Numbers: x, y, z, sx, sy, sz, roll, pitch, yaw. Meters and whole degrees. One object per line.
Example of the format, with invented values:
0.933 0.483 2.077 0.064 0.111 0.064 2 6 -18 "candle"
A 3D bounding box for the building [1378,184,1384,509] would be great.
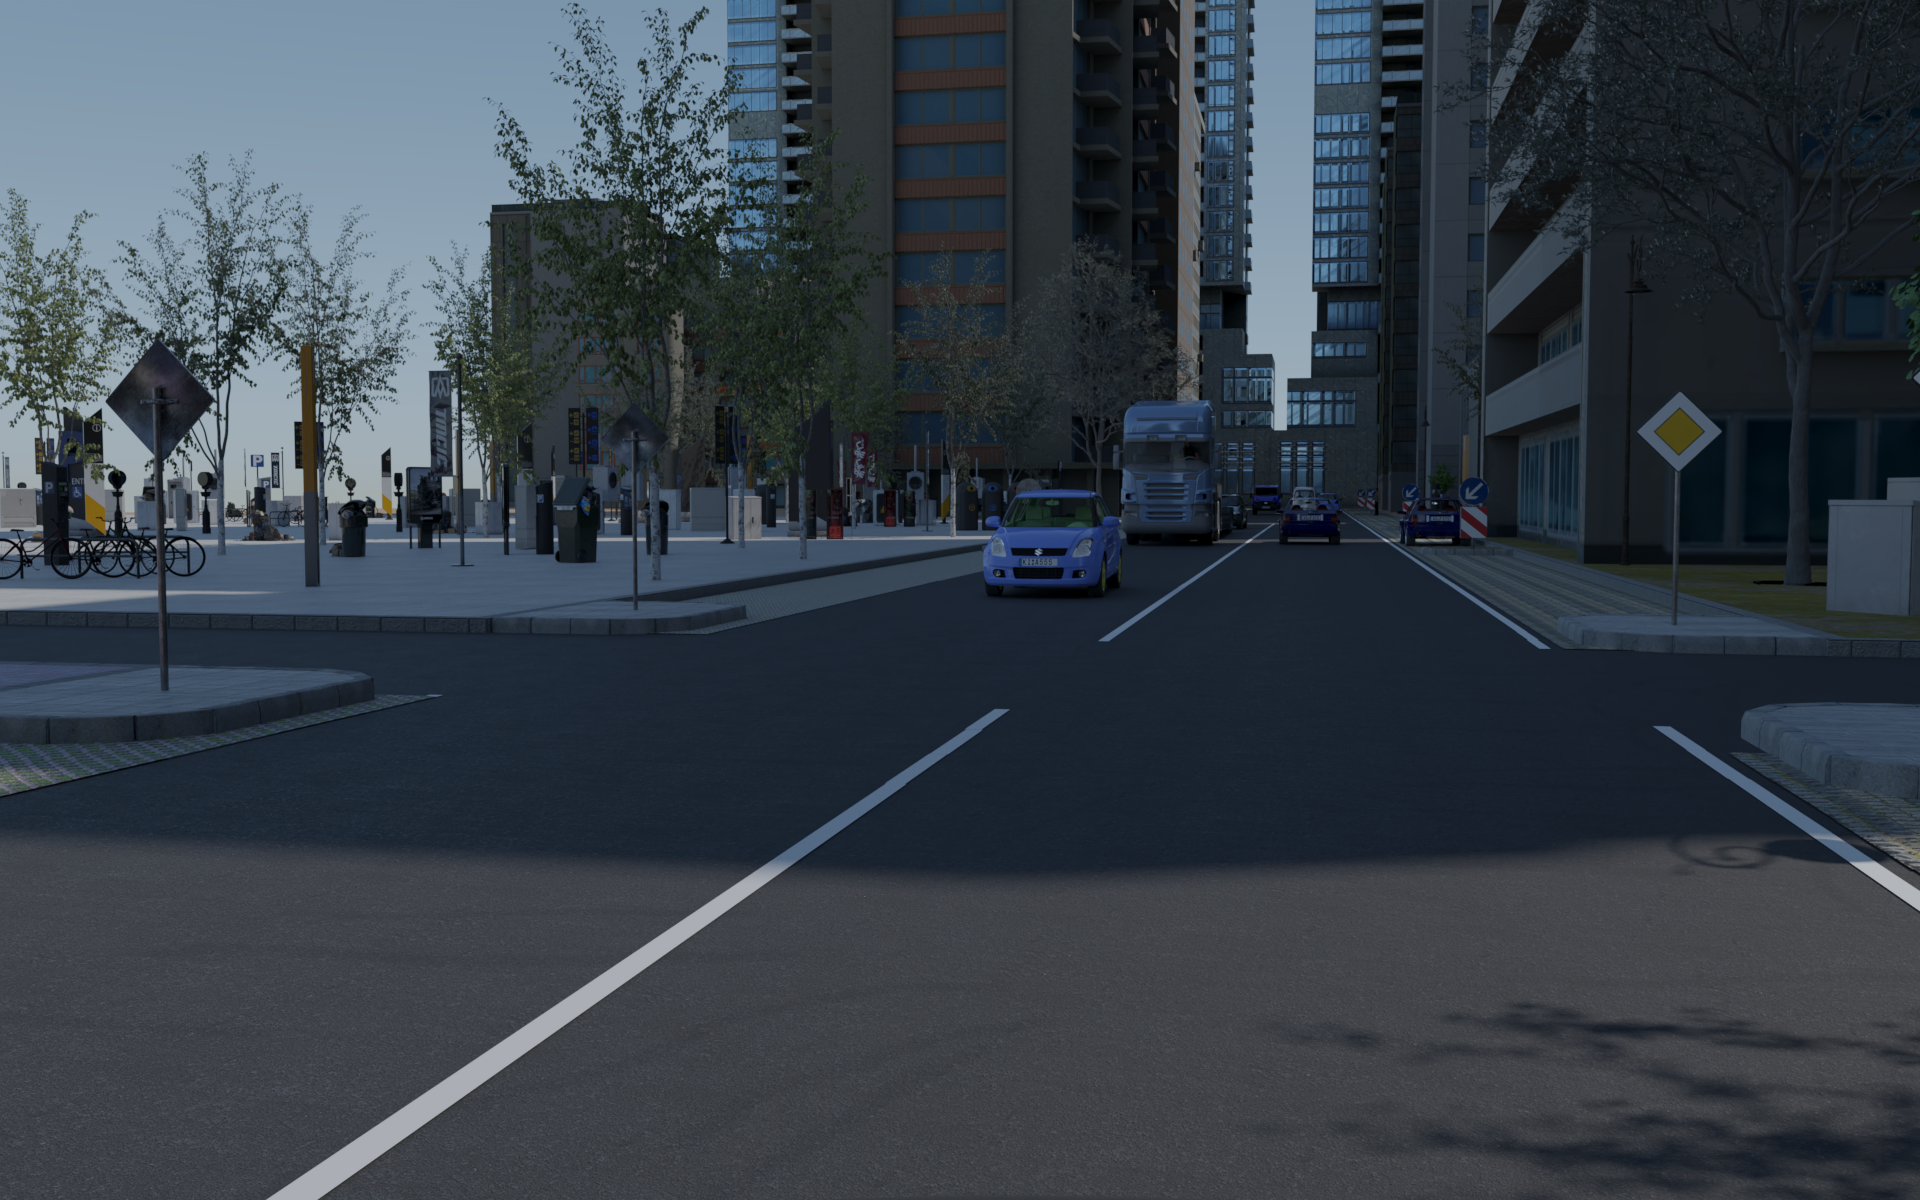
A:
41.796 -22.645 141.947 14.160 30.474 14.107 1 4 12 "building"

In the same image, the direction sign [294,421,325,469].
-20.301 -3.799 54.109 0.876 3.537 0.379 -2 4 -29 "direction sign"

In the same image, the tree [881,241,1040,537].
0.031 -6.177 51.351 4.360 8.622 3.978 0 3 0 "tree"

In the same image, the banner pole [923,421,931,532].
-1.099 -4.228 59.140 0.401 3.779 0.863 0 4 -6 "banner pole"

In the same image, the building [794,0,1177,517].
1.876 -27.779 108.805 22.147 44.769 28.867 1 4 12 "building"

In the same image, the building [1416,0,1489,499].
38.663 -34.376 104.044 21.231 58.520 28.212 1 4 12 "building"

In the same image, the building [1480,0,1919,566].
24.002 -25.367 38.447 21.300 48.544 21.600 1 4 12 "building"

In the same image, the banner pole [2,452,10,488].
-56.490 -6.884 102.576 0.863 3.779 0.401 2 4 31 "banner pole"

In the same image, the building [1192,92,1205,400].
9.204 -28.247 153.724 23.993 40.220 32.217 1 4 12 "building"

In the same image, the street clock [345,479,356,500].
-28.074 -4.603 79.826 0.471 2.002 0.358 1 4 20 "street clock"

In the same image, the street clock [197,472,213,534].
-24.419 -3.150 56.080 0.471 2.002 0.358 2 4 25 "street clock"

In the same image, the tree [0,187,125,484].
-22.021 -5.588 41.727 4.737 8.622 4.395 0 3 0 "tree"

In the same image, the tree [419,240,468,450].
-13.745 -6.129 50.572 4.737 8.622 4.395 0 3 0 "tree"

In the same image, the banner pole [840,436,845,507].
-5.071 -5.177 74.668 0.401 3.779 0.863 -1 4 -19 "banner pole"

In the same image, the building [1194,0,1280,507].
18.325 -53.416 186.030 31.000 86.520 22.319 1 4 12 "building"

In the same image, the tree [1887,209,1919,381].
9.958 -1.927 15.215 4.285 4.588 4.351 0 3 0 "tree"

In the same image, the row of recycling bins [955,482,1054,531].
1.564 -3.290 60.911 3.534 1.692 1.069 0 4 3 "row of recycling bins"

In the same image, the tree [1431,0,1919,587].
11.807 -6.962 24.205 12.009 13.543 11.850 0 3 0 "tree"

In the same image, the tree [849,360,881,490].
-4.272 -8.763 93.629 4.360 8.622 3.978 0 3 0 "tree"

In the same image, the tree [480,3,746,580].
-4.758 -4.595 25.484 4.737 8.622 4.395 0 3 0 "tree"

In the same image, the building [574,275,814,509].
-16.703 -19.396 162.165 28.899 21.520 27.650 1 4 12 "building"

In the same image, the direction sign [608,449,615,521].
-16.410 -5.472 81.468 0.379 3.537 0.876 0 4 -1 "direction sign"

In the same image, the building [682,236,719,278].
-35.723 -25.860 194.515 14.107 30.474 14.160 1 4 12 "building"

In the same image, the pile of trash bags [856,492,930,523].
-3.047 -4.134 77.342 3.447 1.369 1.912 -1 4 -12 "pile of trash bags"

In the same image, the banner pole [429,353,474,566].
-9.087 -2.496 30.829 0.863 3.779 0.401 1 4 18 "banner pole"

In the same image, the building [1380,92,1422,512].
38.699 -21.718 126.794 14.160 30.474 14.107 1 4 12 "building"

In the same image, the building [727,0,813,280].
-12.745 -53.816 192.568 31.000 86.520 22.319 1 4 12 "building"

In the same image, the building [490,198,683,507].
-37.312 -24.563 173.312 14.107 30.474 14.160 1 4 12 "building"

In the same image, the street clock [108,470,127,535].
-25.521 -2.931 52.491 0.358 2.002 0.471 3 4 37 "street clock"

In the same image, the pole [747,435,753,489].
-7.310 -4.067 60.333 0.158 3.312 0.155 0 3 0 "pole"

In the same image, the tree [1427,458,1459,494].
25.637 -5.984 92.444 1.663 3.219 1.824 0 3 0 "tree"

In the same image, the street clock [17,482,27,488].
-56.660 -6.122 104.658 0.471 2.002 0.358 0 4 -6 "street clock"

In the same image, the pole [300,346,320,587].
-8.976 -1.840 23.924 0.158 3.312 0.155 0 3 0 "pole"

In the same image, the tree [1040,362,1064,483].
2.101 -7.302 69.751 4.360 8.622 3.978 0 3 0 "tree"

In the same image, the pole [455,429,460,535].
-15.774 -3.712 54.540 0.158 3.312 0.155 0 3 0 "pole"

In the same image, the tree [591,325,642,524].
-14.031 -7.536 73.578 4.360 8.622 3.978 0 3 0 "tree"

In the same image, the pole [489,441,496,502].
-18.075 -4.473 66.973 0.158 3.312 0.155 0 3 0 "pole"

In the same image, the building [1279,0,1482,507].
48.702 -53.039 179.854 31.000 86.520 22.319 1 4 12 "building"

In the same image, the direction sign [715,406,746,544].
-6.020 -3.224 44.706 0.379 3.537 0.876 2 4 32 "direction sign"

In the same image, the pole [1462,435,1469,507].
17.466 -4.036 59.840 0.158 3.312 0.155 0 3 0 "pole"

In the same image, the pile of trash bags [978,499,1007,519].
1.166 -4.833 88.771 1.912 1.369 3.447 -2 4 -27 "pile of trash bags"

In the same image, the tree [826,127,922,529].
-3.325 -5.103 33.799 4.737 8.622 4.395 0 3 0 "tree"

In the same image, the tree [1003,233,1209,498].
6.527 -10.525 82.455 12.009 13.543 11.850 0 3 0 "tree"

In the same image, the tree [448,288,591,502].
-16.430 -6.846 62.288 4.360 8.622 3.978 0 3 0 "tree"

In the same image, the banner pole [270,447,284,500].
-36.055 -6.217 91.667 0.401 3.779 0.863 3 5 44 "banner pole"

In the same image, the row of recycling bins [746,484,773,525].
-8.600 -4.125 74.549 1.069 1.692 3.534 -1 4 -14 "row of recycling bins"

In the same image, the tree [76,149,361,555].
-15.897 -5.273 36.581 4.360 8.622 3.978 0 3 0 "tree"

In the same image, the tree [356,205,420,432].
-15.819 -5.693 43.440 4.360 8.622 3.978 0 3 0 "tree"

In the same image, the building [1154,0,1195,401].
9.982 -29.317 129.443 14.600 45.320 14.200 1 4 12 "building"

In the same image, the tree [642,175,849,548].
-4.945 -5.536 40.874 4.360 8.622 3.978 0 3 0 "tree"

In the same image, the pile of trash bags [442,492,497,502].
-28.139 -5.452 98.894 3.447 1.369 1.912 -1 4 -23 "pile of trash bags"

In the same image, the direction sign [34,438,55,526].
-36.836 -4.758 69.786 0.379 3.537 0.876 2 4 24 "direction sign"

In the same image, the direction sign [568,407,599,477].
-9.869 -3.270 45.465 0.876 3.537 0.379 1 4 18 "direction sign"

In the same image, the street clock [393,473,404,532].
-18.937 -3.295 58.448 0.358 2.002 0.471 -1 4 -9 "street clock"

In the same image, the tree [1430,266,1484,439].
17.656 -6.509 56.781 4.360 8.622 3.978 0 3 0 "tree"
